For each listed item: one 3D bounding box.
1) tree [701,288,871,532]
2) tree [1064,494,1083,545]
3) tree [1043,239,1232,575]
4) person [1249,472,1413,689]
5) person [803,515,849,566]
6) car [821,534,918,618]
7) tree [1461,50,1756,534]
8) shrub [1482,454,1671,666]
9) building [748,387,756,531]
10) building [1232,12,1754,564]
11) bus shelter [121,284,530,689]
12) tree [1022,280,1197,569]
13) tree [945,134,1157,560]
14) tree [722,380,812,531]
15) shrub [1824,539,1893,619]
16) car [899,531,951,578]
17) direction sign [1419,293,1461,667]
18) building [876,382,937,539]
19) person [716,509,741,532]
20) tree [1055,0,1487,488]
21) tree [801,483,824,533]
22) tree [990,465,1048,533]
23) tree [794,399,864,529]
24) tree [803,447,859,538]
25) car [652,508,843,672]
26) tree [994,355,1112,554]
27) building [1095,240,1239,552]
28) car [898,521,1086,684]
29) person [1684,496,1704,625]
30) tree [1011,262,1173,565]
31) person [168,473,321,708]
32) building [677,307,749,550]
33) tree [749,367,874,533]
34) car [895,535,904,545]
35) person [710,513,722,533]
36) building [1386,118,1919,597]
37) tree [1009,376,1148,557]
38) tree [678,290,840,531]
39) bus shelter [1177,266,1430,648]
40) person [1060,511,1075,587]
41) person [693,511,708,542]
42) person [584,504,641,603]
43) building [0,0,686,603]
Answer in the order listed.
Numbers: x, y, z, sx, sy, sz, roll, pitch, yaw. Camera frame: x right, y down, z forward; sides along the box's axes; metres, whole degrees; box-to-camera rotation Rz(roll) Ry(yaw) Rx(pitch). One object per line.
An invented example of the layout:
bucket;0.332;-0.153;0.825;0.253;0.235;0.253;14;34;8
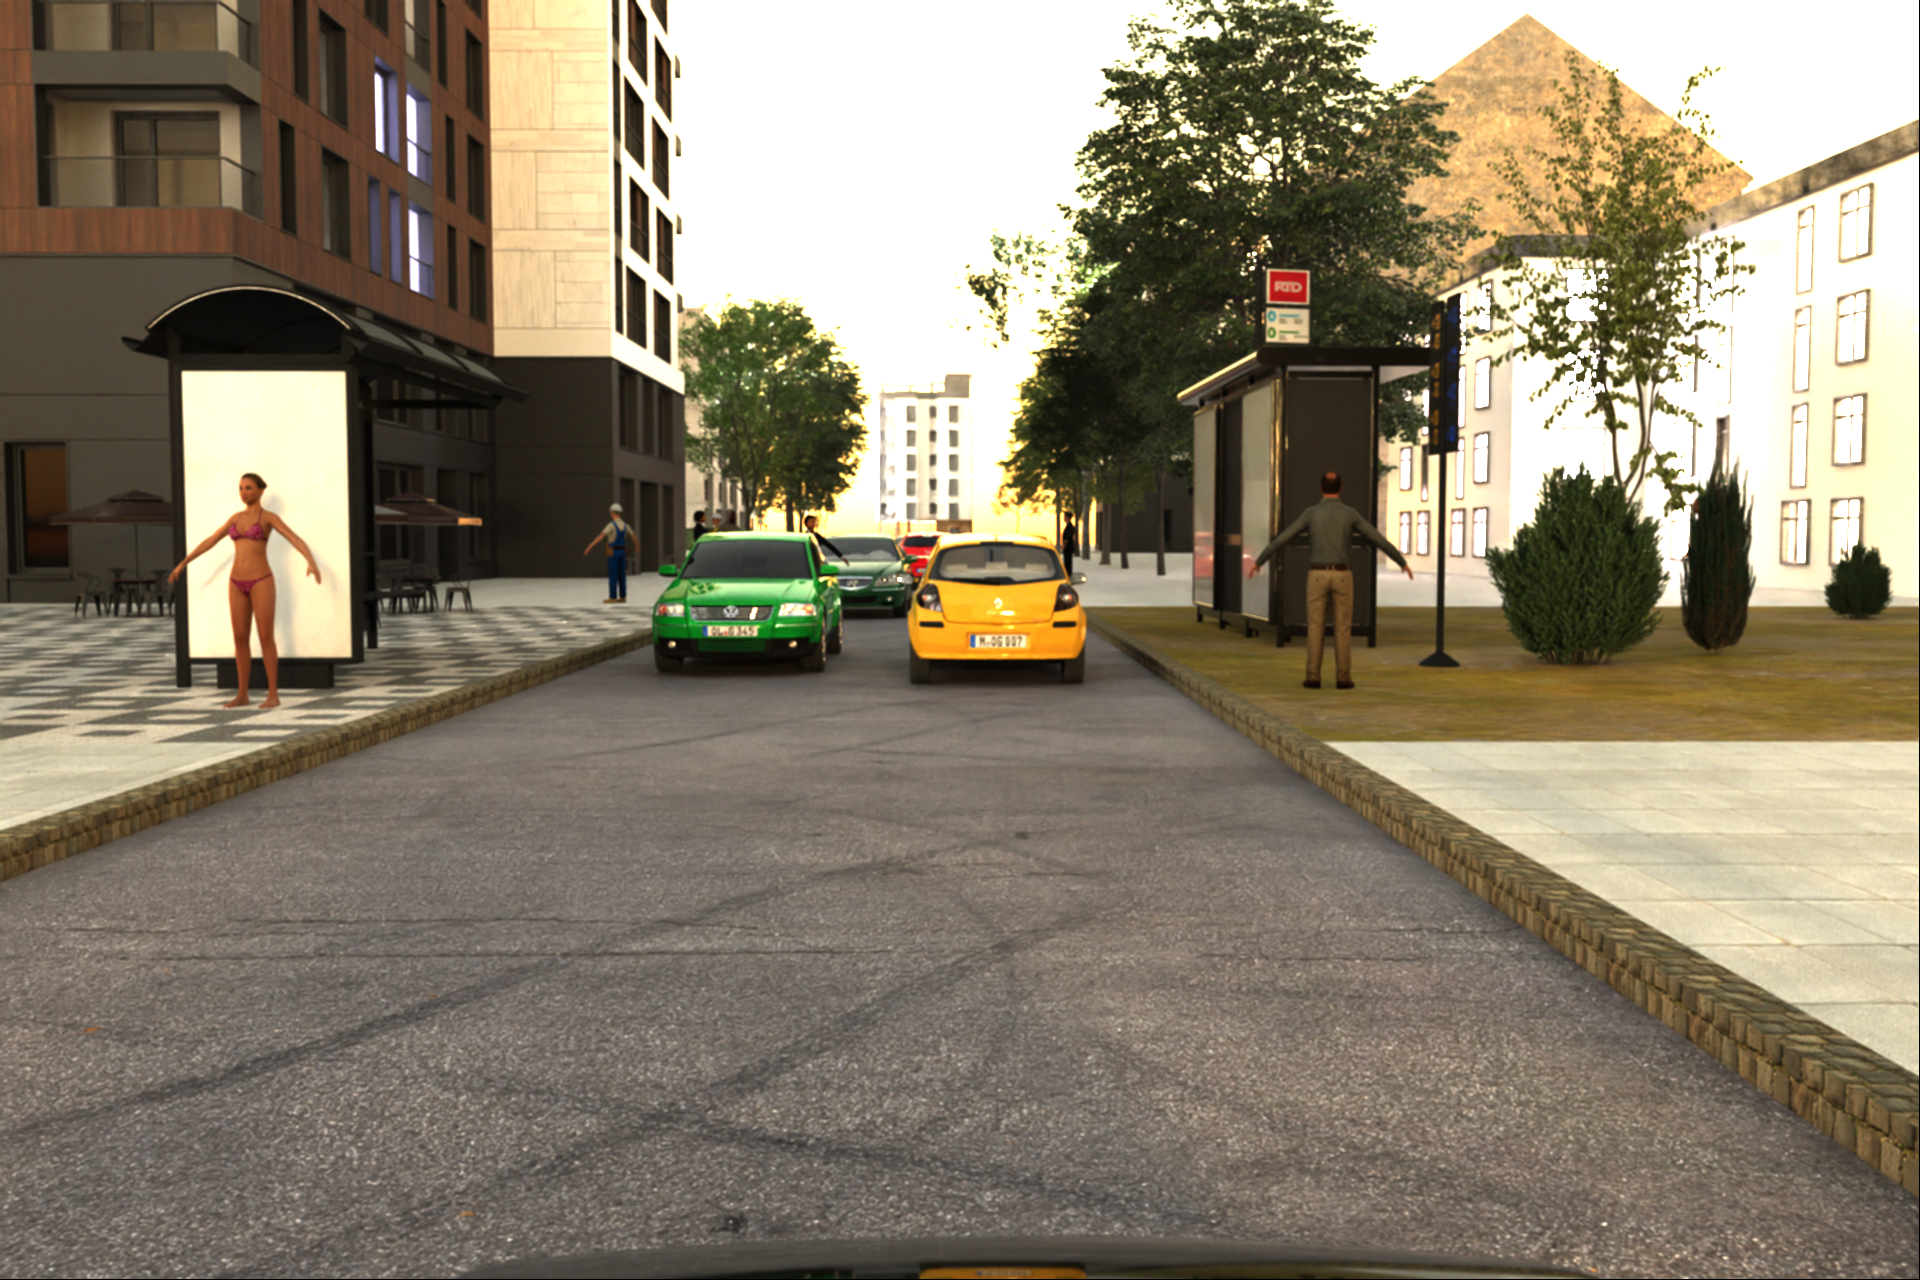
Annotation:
tree;-8.769;-11.197;89.728;9.857;13.997;8.962;0;3;0
tree;14.108;-15.586;205.188;4.737;8.622;4.395;0;3;0
tree;5.945;-7.277;53.394;7.601;10.594;8.767;-2;4;-28
person;3.083;-0.499;14.437;1.348;1.796;0.705;1;4;12
person;-2.330;-1.118;27.458;1.216;1.740;0.721;-2;4;-27
car;-1.814;-1.188;31.217;2.131;1.459;4.920;0;4;0
tree;9.944;-4.633;26.113;4.737;8.622;4.395;0;3;0
shrub;6.103;-0.801;17.143;1.661;2.075;1.752;0;3;0
building;-27.076;-19.484;174.975;16.016;20.090;11.380;0;4;-1
building;23.894;-15.395;82.634;19.493;23.208;18.063;0;3;0
bus shelter;-5.808;-1.400;16.819;2.014;3.302;5.546;0;4;-1
tree;5.796;-7.932;64.108;7.601;10.594;8.767;0;4;4
tree;5.648;-13.997;84.741;12.611;20.169;13.585;0;3;0
tree;-9.142;-7.997;81.116;4.737;8.622;4.395;0;3;0
shrub;13.618;-0.925;26.245;1.383;1.207;1.383;0;3;0
car;-0.843;-2.262;46.017;2.155;1.783;4.494;0;4;0
direction sign;4.673;-1.515;16.772;0.379;3.537;0.876;0;4;-1
building;-9.691;-21.383;208.488;11.380;20.090;16.016;0;4;6
person;-4.842;-1.870;36.697;0.705;1.813;1.348;3;5;41
tree;7.089;-8.132;39.619;9.857;13.997;8.962;0;3;0
tree;-9.435;-10.195;117.052;4.360;8.622;3.978;0;3;0
tree;7.092;-16.625;206.236;7.601;10.594;8.767;0;4;2
tree;-17.496;-21.629;209.524;12.611;20.169;13.585;0;3;0
tree;-8.796;-9.812;110.795;4.360;8.622;3.978;0;3;0
car;-2.294;-0.649;19.407;1.959;1.807;4.718;0;4;-1
tree;5.965;-11.685;109.178;7.486;12.596;7.792;0;3;0
building;24.455;-17.901;136.653;27.936;21.610;32.646;0;4;0
car;0.342;-0.476;18.013;2.015;1.641;3.980;0;4;0
person;10.233;-1.087;23.991;0.704;1.802;1.346;1;4;16
tree;6.021;-9.440;72.477;7.486;12.596;7.792;0;3;0
person;-5.264;-0.366;12.789;1.217;1.733;0.721;1;4;10
building;-28.656;-17.389;150.766;16.747;18.905;31.486;0;4;0
tree;-9.293;-10.819;102.650;9.928;11.665;9.643;0;3;0
car;-2.584;-4.614;87.797;2.083;1.381;4.827;0;4;0
person;-5.761;-2.076;40.404;0.721;1.772;1.216;-2;4;-30
building;20.022;-6.531;48.923;9.099;9.664;28.070;0;4;0
tree;6.759;-10.525;97.845;9.928;11.665;9.643;0;3;0
tree;-8.879;-9.013;73.114;9.928;11.665;9.643;0;3;0
bus shelter;4.285;-2.817;23.695;2.179;5.291;8.768;0;4;-1
person;2.558;-2.171;41.430;0.705;1.837;1.347;0;4;7
person;-5.023;-1.675;34.108;0.721;1.740;1.216;-1;4;-19
person;-6.425;-1.618;32.309;0.705;1.847;1.347;3;4;36
building;-23.966;-12.450;47.533;27.936;21.610;32.646;0;4;-1
